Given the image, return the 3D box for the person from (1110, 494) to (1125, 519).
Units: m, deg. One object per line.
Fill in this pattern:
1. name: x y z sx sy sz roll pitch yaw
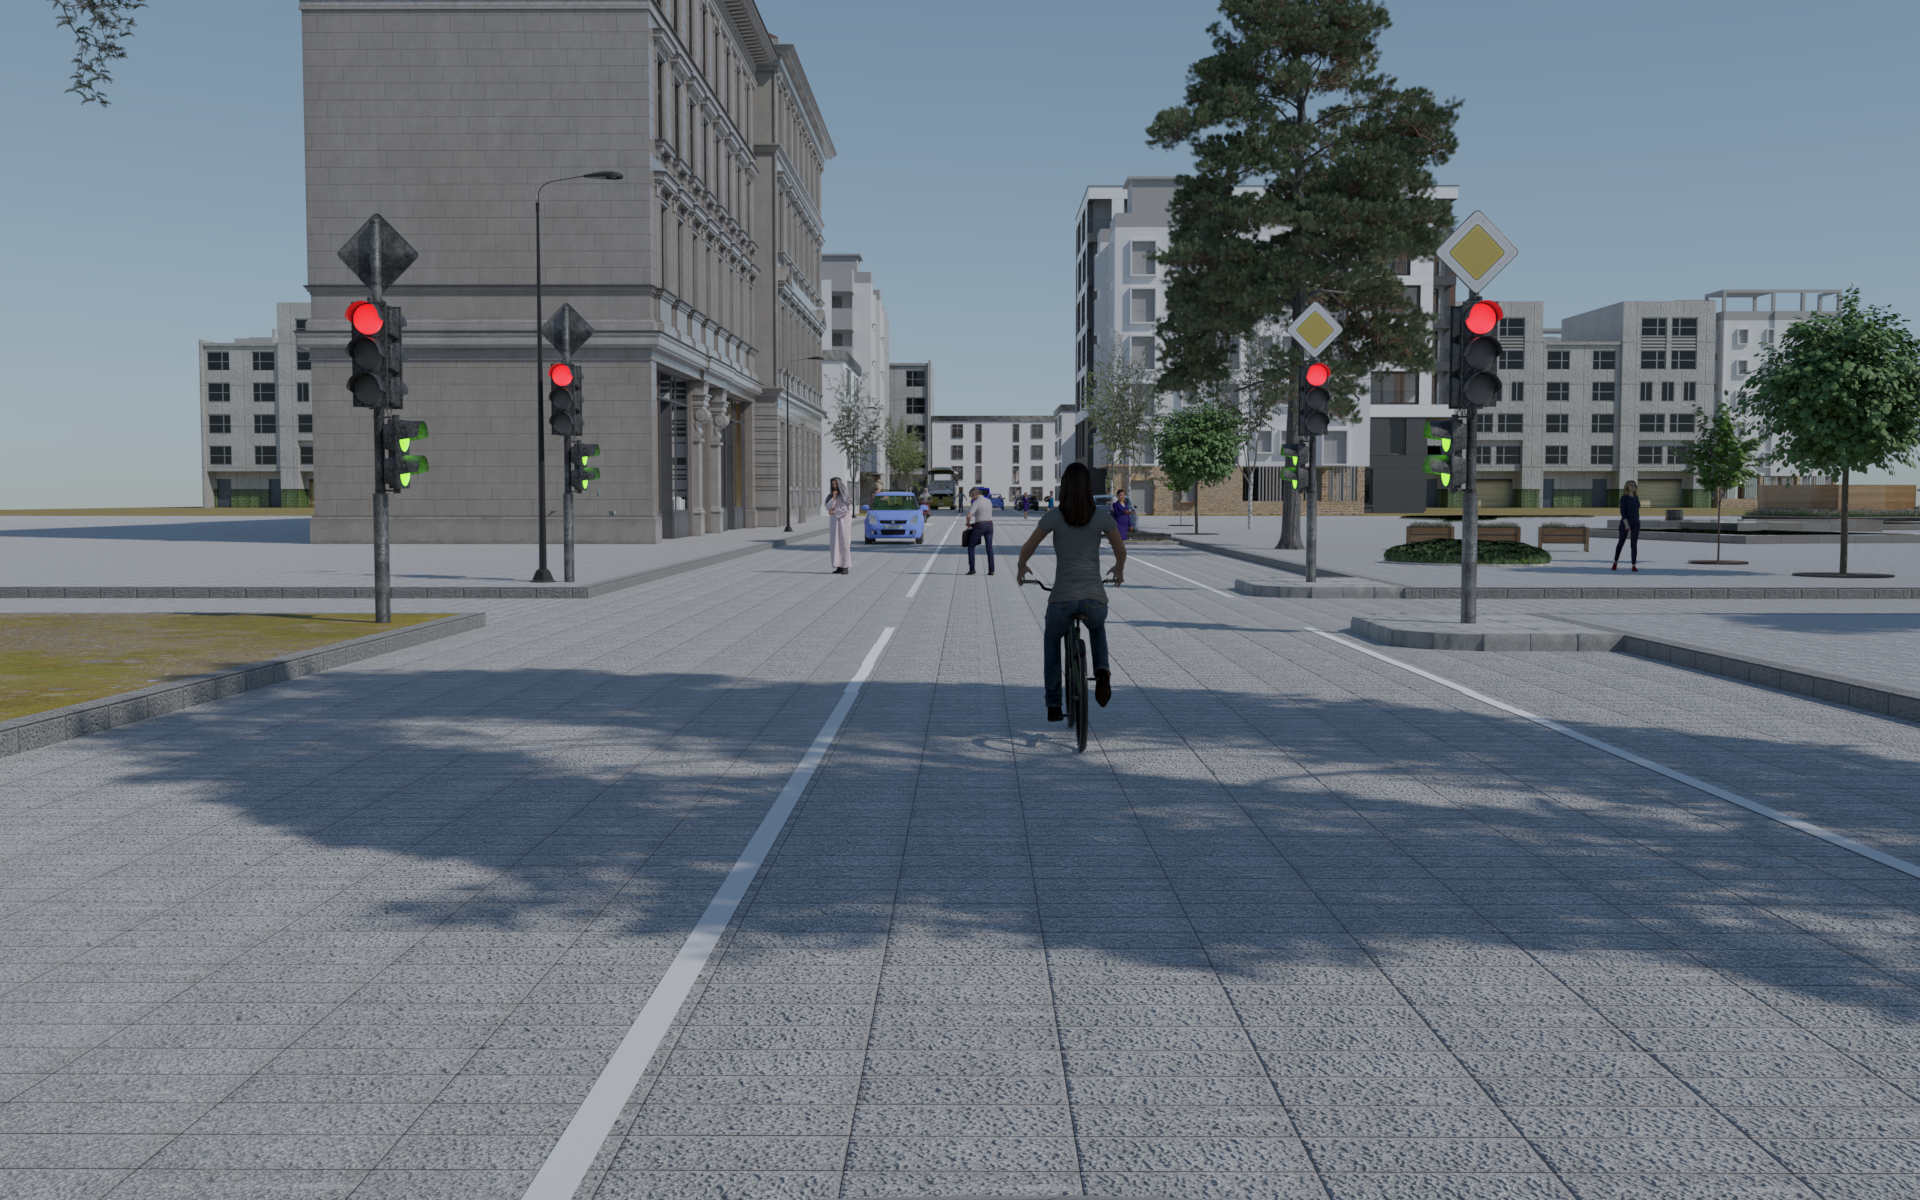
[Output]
1. person: 4.752 -2.509 51.739 0.614 1.554 0.590 -3 5 -42

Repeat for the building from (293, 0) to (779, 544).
1. building: -12.204 -11.875 45.070 10.553 20.767 40.483 0 4 0

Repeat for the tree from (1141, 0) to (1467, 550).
1. tree: 7.988 -8.102 39.894 7.806 13.903 7.818 0 3 0

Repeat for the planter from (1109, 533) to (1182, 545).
1. planter: 5.298 -1.755 49.841 1.991 0.319 1.994 0 4 0

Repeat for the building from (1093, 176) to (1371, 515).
1. building: 16.588 -15.443 108.909 16.016 20.091 11.380 0 4 0

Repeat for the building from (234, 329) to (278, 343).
1. building: -72.525 -20.586 193.008 11.380 20.091 16.016 0 4 0

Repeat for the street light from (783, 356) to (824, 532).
1. street light: -5.274 -5.256 58.476 1.470 5.913 1.316 0 4 0

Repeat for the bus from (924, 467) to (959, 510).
1. bus: -1.568 -10.284 159.690 2.896 3.916 12.252 0 4 2

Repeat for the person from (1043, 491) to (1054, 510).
1. person: 4.247 -4.321 81.013 0.662 1.594 0.647 2 4 27

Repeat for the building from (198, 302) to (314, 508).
1. building: -54.441 -18.464 168.339 31.486 18.905 16.747 0 4 0

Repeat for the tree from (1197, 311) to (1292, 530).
1. tree: 10.434 -6.873 62.731 4.360 8.622 3.978 0 3 0

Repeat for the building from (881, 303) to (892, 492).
1. building: -22.964 -18.380 166.967 31.486 18.905 16.747 0 4 0

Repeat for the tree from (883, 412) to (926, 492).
1. tree: -5.783 -12.541 155.412 4.737 8.622 4.395 0 3 0

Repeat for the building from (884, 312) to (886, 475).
1. building: -14.276 -17.689 145.633 16.016 20.091 11.380 0 4 0

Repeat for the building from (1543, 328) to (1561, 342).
1. building: 64.287 -20.545 192.330 11.380 20.091 16.016 0 4 0

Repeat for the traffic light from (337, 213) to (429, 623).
1. traffic light: -5.733 -1.706 17.144 0.839 4.213 0.868 0 4 0

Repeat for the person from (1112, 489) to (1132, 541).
1. person: 3.487 -1.573 36.588 0.546 1.535 0.453 3 5 40

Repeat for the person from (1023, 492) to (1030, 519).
1. person: 3.832 -5.372 98.705 0.546 1.535 0.453 3 4 37

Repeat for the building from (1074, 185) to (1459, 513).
1. building: 22.521 -17.565 131.160 27.936 21.610 32.646 0 4 0

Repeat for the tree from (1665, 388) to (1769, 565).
1. tree: 13.948 -2.265 31.638 1.663 3.219 1.824 0 3 0

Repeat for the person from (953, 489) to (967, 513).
1. person: 0.039 -7.473 130.762 1.350 1.814 0.705 3 4 38

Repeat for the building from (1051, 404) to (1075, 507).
1. building: 13.930 -13.440 161.887 9.099 9.664 28.070 0 4 0

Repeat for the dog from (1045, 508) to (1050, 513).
1. dog: 3.763 -3.505 74.137 0.513 0.831 0.800 2 4 24

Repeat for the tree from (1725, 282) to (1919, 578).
1. tree: 13.750 -2.646 26.983 4.285 4.588 4.351 0 3 0

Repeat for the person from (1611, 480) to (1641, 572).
1. person: 11.109 -1.242 28.886 0.480 1.512 0.613 -2 4 -33

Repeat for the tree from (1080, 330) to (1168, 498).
1. tree: 7.480 -7.747 77.023 4.360 8.622 3.978 0 3 0

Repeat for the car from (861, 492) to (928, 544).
1. car: -1.902 -2.513 50.684 1.945 1.707 3.694 0 4 -1

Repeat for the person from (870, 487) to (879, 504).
1. person: -3.937 -4.615 84.485 0.750 1.759 0.617 -3 5 -40

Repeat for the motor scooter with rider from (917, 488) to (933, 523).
1. motor scooter with rider: -1.779 -4.741 86.479 0.876 1.779 1.986 0 4 1

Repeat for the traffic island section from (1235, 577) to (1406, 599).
1. traffic island section: 5.124 -0.178 25.184 2.009 0.180 2.903 0 4 0

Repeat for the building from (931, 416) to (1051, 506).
1. building: 10.990 -15.134 189.592 28.070 9.664 9.099 0 4 0

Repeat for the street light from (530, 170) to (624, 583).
1. street light: -5.527 -3.210 25.018 1.470 5.913 1.316 0 4 0

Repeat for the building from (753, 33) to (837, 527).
1. building: -11.945 -14.656 75.774 11.583 22.565 21.152 0 4 0

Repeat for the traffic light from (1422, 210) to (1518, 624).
1. traffic light: 5.028 -1.703 17.086 0.839 4.213 0.868 0 4 0

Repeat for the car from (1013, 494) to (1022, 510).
1. car: 5.911 -9.127 161.236 2.014 1.417 4.499 0 4 2

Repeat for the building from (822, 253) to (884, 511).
1. building: -14.416 -16.993 134.260 16.016 20.091 11.380 0 4 0

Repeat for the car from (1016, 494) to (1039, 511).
1. car: 5.748 -8.383 146.850 2.009 1.686 4.222 0 4 -1

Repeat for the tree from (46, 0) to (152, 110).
1. tree: -6.849 -6.000 8.464 12.009 13.543 11.850 0 3 0

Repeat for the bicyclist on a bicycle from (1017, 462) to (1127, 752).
1. bicyclist on a bicycle: 0.669 -0.004 10.084 1.499 1.676 1.625 0 4 0

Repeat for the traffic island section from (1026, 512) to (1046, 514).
1. traffic island section: 5.824 -6.371 127.026 1.991 0.108 1.994 0 4 0

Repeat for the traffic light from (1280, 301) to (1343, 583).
1. traffic light: 5.084 -2.191 25.071 0.839 4.213 0.868 0 4 0

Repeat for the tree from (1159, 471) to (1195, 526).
1. tree: 8.843 -4.579 69.463 1.663 3.219 1.824 0 3 0

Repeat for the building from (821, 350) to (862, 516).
1. building: -11.057 -10.564 114.868 9.099 9.664 28.070 0 4 0

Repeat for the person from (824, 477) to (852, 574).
1. person: -2.182 -1.340 31.073 0.551 1.740 0.621 1 4 9

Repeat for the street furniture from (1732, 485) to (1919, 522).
1. street furniture: 41.580 -4.637 82.662 9.812 1.723 11.010 -1 4 -22

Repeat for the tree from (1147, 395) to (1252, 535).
1. tree: 7.600 -4.358 54.972 4.285 4.588 4.351 0 3 0

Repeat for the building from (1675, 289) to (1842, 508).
1. building: 75.268 -18.972 166.608 11.380 20.091 16.016 0 4 0

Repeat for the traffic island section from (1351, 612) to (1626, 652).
1. traffic island section: 5.068 0.311 17.199 2.009 0.180 2.903 0 4 0

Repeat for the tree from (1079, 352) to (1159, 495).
1. tree: 8.142 -8.566 90.421 4.737 8.622 4.395 0 3 0

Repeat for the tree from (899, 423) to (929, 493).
1. tree: -5.337 -13.922 177.985 4.360 8.622 3.978 0 3 0

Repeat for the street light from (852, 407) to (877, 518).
1. street light: -5.127 -7.313 92.110 1.470 5.913 1.316 0 4 0

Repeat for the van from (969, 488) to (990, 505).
1. van: 1.998 -9.992 167.750 2.240 2.365 5.245 0 4 0

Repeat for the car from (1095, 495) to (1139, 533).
1. car: 5.146 -2.915 59.662 2.014 1.417 4.499 0 4 1

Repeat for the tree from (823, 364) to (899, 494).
1. tree: -5.927 -8.999 97.490 4.360 8.622 3.978 0 3 0

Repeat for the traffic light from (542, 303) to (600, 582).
1. traffic light: -5.677 -2.195 25.129 0.839 4.213 0.868 0 4 0

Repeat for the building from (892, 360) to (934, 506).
1. building: -18.806 -19.974 193.039 31.486 18.905 16.747 0 4 0

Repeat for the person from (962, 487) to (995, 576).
1. person: 0.316 -1.213 30.538 0.614 1.554 0.590 -3 5 -45

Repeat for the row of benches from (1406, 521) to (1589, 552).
1. row of benches: 12.045 -1.452 39.205 4.104 0.672 1.422 1 4 17

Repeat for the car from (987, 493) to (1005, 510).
1. car: 3.123 -8.946 155.857 1.945 1.707 3.694 0 4 1

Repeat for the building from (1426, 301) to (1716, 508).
1. building: 53.426 -18.400 167.297 31.486 18.905 16.747 0 4 0
